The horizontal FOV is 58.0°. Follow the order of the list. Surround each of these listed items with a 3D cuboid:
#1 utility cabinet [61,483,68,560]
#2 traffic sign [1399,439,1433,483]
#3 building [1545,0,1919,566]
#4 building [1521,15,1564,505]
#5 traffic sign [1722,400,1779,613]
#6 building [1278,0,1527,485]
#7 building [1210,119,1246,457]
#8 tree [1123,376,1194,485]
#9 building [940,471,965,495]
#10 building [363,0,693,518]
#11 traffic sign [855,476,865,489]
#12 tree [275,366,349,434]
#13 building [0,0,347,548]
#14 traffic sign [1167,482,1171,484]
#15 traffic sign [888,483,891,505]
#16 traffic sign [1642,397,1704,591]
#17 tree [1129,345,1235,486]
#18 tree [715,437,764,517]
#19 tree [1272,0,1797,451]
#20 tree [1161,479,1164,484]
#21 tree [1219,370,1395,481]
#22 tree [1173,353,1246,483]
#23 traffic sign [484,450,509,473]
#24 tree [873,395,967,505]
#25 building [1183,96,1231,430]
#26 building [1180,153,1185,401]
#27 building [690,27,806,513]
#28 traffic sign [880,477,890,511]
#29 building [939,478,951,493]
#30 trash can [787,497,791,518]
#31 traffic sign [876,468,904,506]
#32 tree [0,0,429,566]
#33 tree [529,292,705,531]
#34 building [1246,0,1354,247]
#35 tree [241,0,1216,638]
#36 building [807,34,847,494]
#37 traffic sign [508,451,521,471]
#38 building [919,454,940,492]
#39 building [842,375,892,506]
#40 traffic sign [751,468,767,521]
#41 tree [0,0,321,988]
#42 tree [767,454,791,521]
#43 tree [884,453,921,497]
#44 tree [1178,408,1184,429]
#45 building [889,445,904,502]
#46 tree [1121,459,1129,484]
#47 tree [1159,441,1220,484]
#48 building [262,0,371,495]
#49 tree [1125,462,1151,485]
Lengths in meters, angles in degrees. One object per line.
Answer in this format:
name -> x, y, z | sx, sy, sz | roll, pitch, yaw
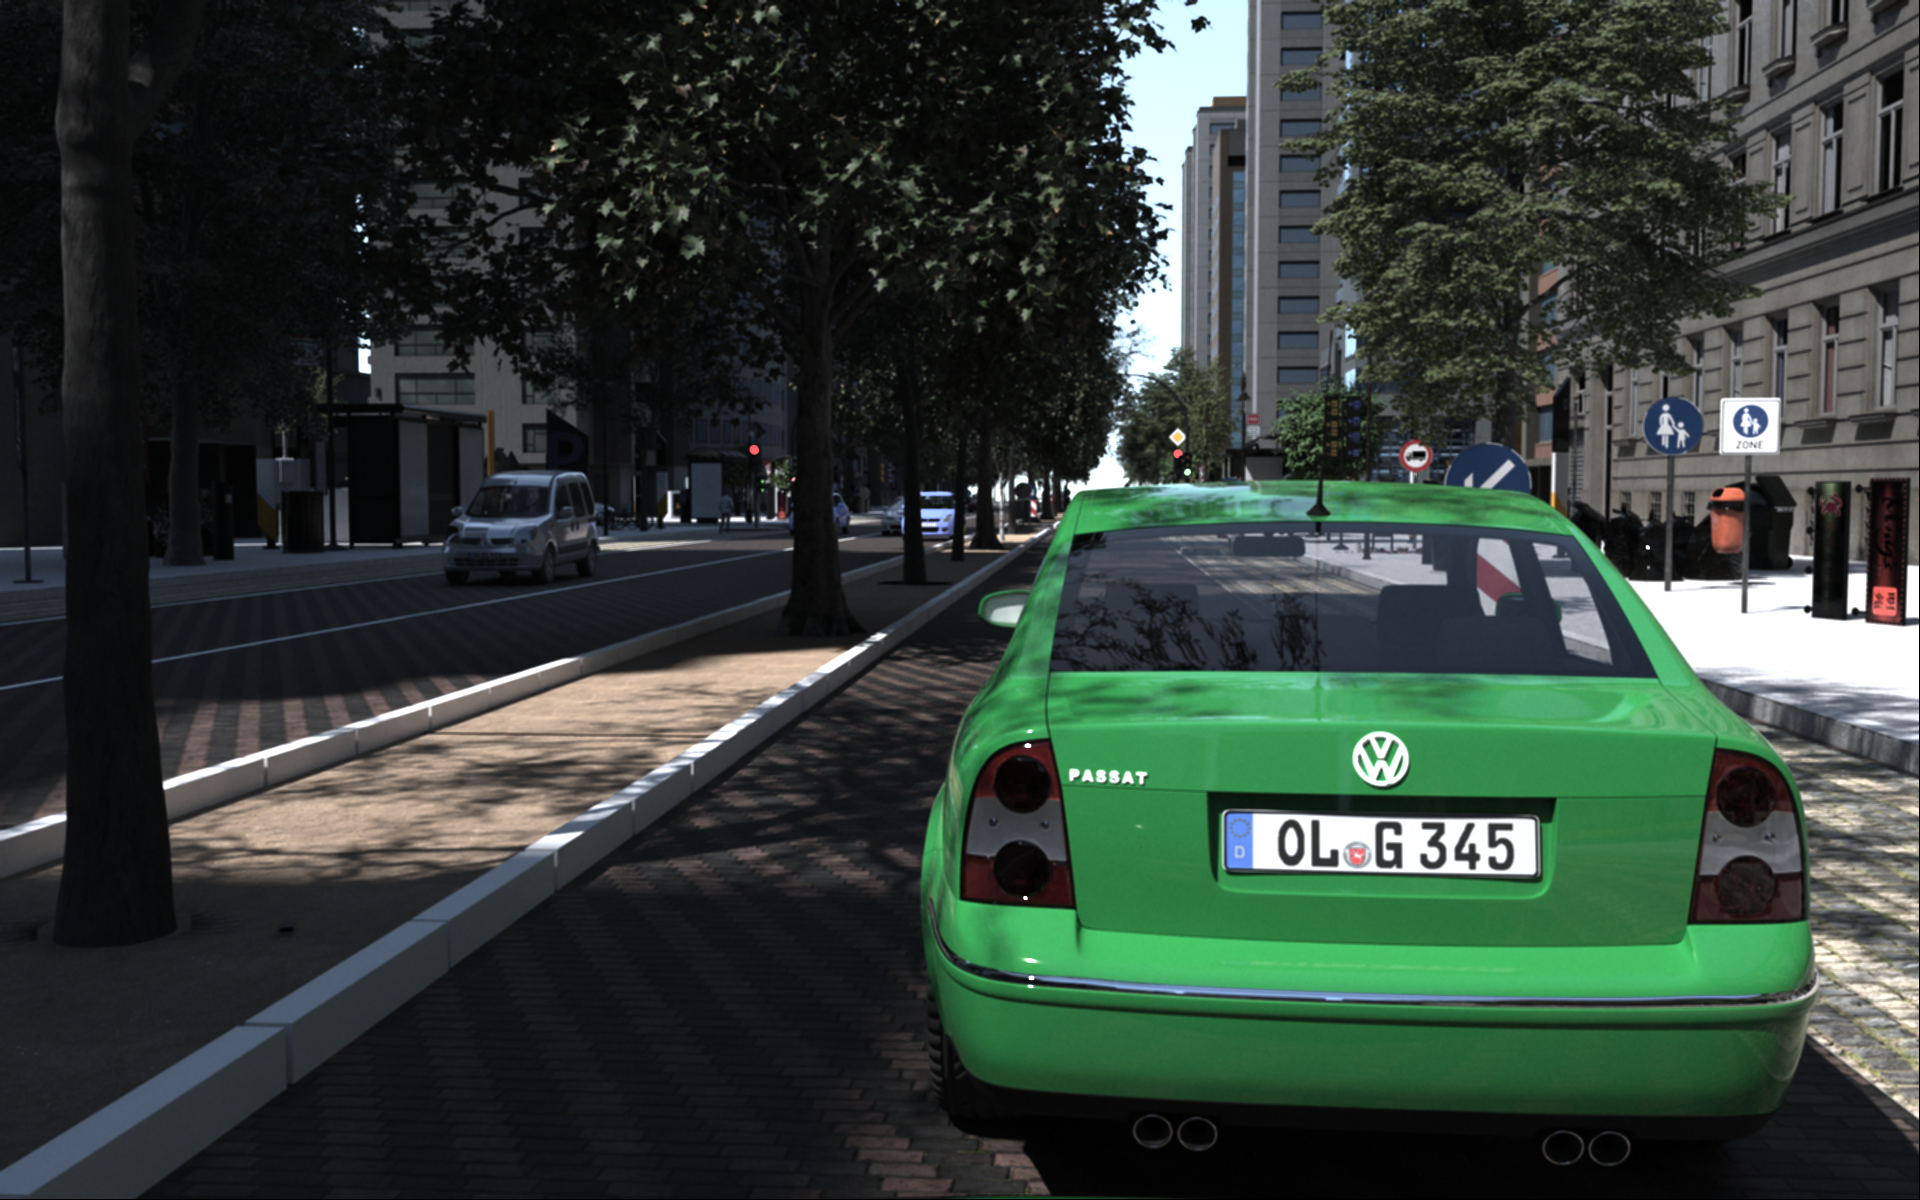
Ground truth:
utility cabinet -> -17.174, -1.545, 33.942 | 0.318, 1.500, 1.173 | 0, 4, -4
traffic sign -> 10.589, -2.457, 40.273 | 0.768, 2.556, 0.104 | 1, 4, 14
building -> 25.167, -12.669, 40.416 | 16.112, 22.955, 30.059 | 0, 4, 5
building -> 42.959, -26.561, 88.897 | 28.867, 44.769, 22.147 | 0, 4, 5
traffic sign -> 8.445, -1.006, 18.582 | 0.606, 2.300, 0.079 | 0, 4, 8
building -> 36.840, -49.894, 128.431 | 22.319, 86.520, 31.000 | 0, 4, 5
building -> 37.451, -34.077, 207.271 | 14.600, 45.320, 14.200 | 0, 4, 5
tree -> 20.934, -16.946, 183.727 | 9.857, 13.997, 8.962 | 0, 3, 0
building -> -13.315, -27.356, 292.315 | 27.650, 21.520, 28.899 | 0, 4, 5
building -> -23.445, -19.851, 96.271 | 14.160, 30.474, 14.107 | 0, 4, 5
traffic sign -> -7.127, -7.527, 123.168 | 0.768, 2.556, 0.104 | 1, 4, 11
tree -> -34.010, -8.551, 90.166 | 4.737, 8.622, 4.395 | 0, 3, 0
building -> -34.093, -24.019, 47.338 | 28.867, 44.769, 22.147 | 0, 4, 5
traffic sign -> 15.087, -7.532, 123.251 | 0.768, 2.556, 0.104 | 1, 4, 14
traffic sign -> -5.164, -7.871, 128.798 | 0.768, 2.556, 0.104 | 0, 4, 5
traffic sign -> 9.343, -1.387, 22.783 | 0.768, 2.556, 0.104 | 0, 4, 7
tree -> 17.147, -13.131, 132.816 | 7.486, 12.596, 7.792 | 0, 3, 0
tree -> -12.724, -7.074, 99.380 | 4.285, 4.588, 4.351 | 0, 3, 0
tree -> 8.727, -6.648, 26.830 | 7.486, 12.596, 7.792 | 0, 3, 0
tree -> 19.959, -10.674, 169.119 | 1.663, 3.219, 1.824 | 0, 3, 0
tree -> 9.886, -3.809, 45.999 | 4.285, 4.588, 4.351 | 0, 3, 0
tree -> 12.997, -8.619, 91.279 | 4.737, 8.622, 4.395 | 0, 3, 0
traffic sign -> -13.543, -3.091, 50.637 | 0.768, 2.556, 0.104 | 0, 4, 8
tree -> -4.518, -13.951, 146.220 | 7.486, 12.596, 7.792 | 0, 3, 0
building -> 45.659, -44.080, 262.707 | 21.231, 58.520, 28.212 | 0, 4, 5
building -> 47.624, -45.798, 290.801 | 21.231, 58.520, 28.212 | 0, 4, 5
building -> -23.741, -35.636, 124.643 | 21.231, 58.520, 28.212 | 0, 4, 5
traffic sign -> -5.501, -7.750, 126.812 | 0.768, 2.556, 0.104 | 1, 4, 14
building -> -11.972, -50.621, 265.896 | 20.563, 71.187, 20.611 | 0, 4, 5
trash can -> -8.728, -4.822, 90.497 | 0.748, 1.137, 0.748 | 0, 3, 0
traffic sign -> -5.355, -8.571, 134.009 | 2.265, 3.308, 0.079 | 1, 4, 10
tree -> -14.003, -7.599, 30.891 | 9.857, 13.997, 8.962 | 0, 3, 0
tree -> -11.034, -7.628, 59.135 | 8.767, 10.594, 7.601 | 1, 4, 16
building -> 37.210, -37.883, 161.384 | 21.231, 58.520, 28.212 | 0, 4, 5
tree -> -1.475, -5.979, 17.216 | 9.611, 12.733, 9.660 | 0, 3, 0
building -> -18.287, -31.043, 157.665 | 14.600, 45.320, 14.200 | 0, 4, 5
traffic sign -> -13.457, -3.179, 51.980 | 0.884, 2.594, 0.081 | 1, 4, 10
building -> -10.602, -29.232, 249.642 | 14.160, 30.474, 14.107 | 0, 4, 5
building -> -22.642, -20.507, 180.331 | 27.650, 21.520, 28.899 | 0, 4, 5
traffic sign -> -9.399, -4.948, 81.006 | 0.768, 2.556, 0.104 | 1, 4, 10
tree -> -2.756, -5.659, 5.357 | 12.009, 13.543, 11.850 | 0, 3, 0
tree -> -8.377, -5.468, 84.008 | 1.663, 3.219, 1.824 | 0, 3, 0
tree -> -4.751, -9.504, 139.110 | 4.285, 4.588, 4.351 | 0, 3, 0
tree -> 18.072, -13.417, 153.784 | 7.601, 10.594, 8.767 | -1, 4, -11
building -> -13.983, -31.622, 200.608 | 14.154, 41.232, 14.086 | 0, 4, 5
tree -> 27.884, -21.055, 262.378 | 7.486, 12.596, 7.792 | 0, 3, 0
tree -> 14.525, -7.757, 110.541 | 4.285, 4.588, 4.351 | 0, 3, 0
building -> -50.435, -31.114, 97.952 | 27.495, 52.752, 28.713 | 0, 4, 5
tree -> 22.751, -16.093, 213.480 | 4.737, 8.622, 4.395 | 0, 3, 0
